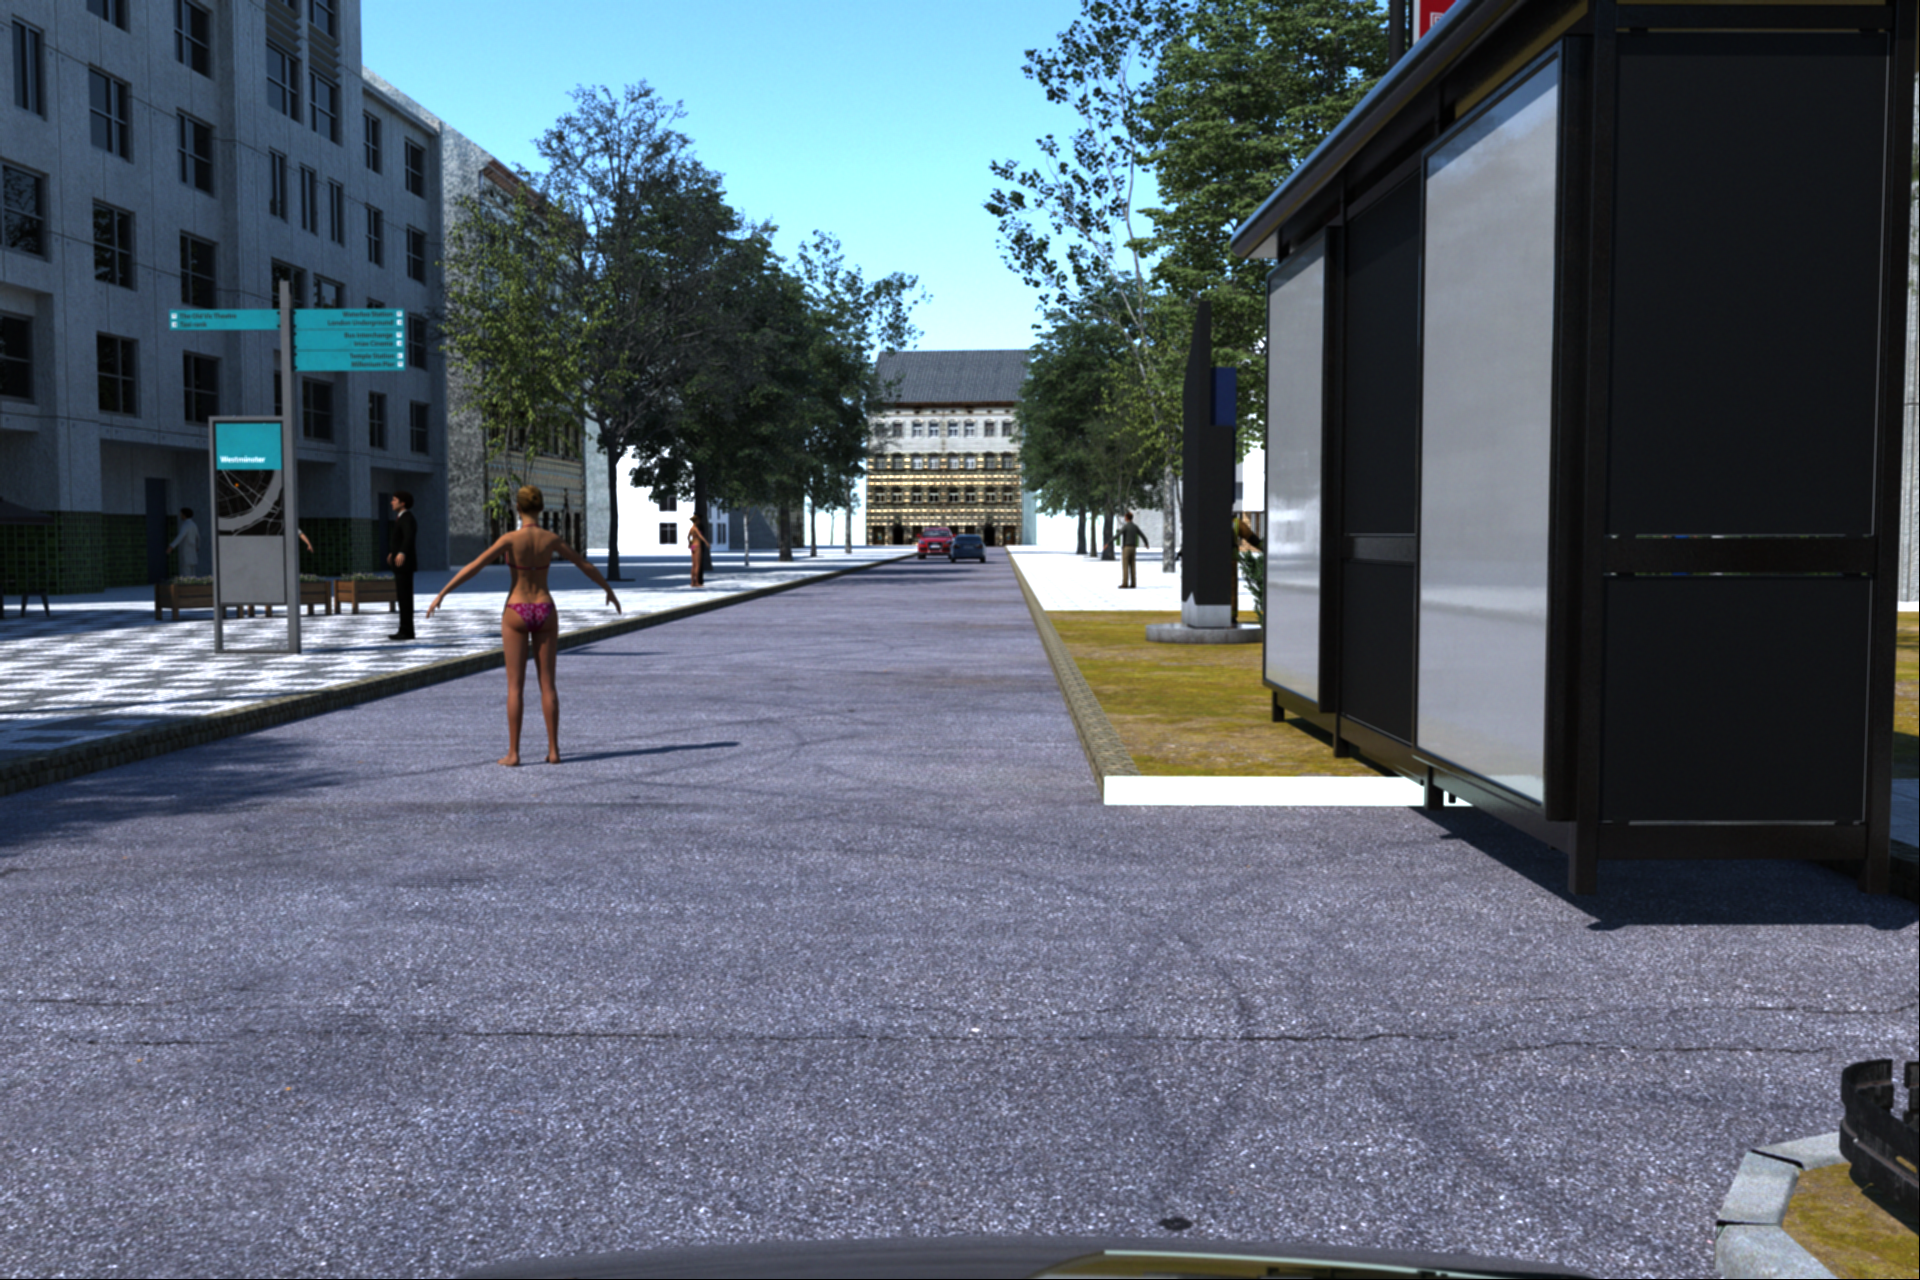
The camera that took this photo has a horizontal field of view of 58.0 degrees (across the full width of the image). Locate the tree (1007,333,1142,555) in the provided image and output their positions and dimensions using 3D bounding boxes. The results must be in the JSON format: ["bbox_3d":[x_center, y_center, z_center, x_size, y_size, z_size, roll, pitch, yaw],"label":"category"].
[{"bbox_3d":[7.628,-12.275,107.345,9.857,13.997,8.962,0,3,0],"label":"tree"}]

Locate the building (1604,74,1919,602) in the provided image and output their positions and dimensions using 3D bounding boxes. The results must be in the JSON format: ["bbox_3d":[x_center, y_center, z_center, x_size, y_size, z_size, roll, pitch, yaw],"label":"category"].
[{"bbox_3d":[26.660,-11.076,47.554,16.747,18.905,31.486,0,4,2],"label":"building"}]

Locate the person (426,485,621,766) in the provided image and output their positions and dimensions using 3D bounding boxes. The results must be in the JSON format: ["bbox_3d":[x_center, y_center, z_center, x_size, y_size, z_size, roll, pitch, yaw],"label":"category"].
[{"bbox_3d":[-2.700,-0.095,10.817,1.217,1.733,0.721,-2,4,-28],"label":"person"}]

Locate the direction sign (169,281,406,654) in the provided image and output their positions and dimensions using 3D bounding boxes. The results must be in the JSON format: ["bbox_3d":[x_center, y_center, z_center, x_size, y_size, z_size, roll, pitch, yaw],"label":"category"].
[{"bbox_3d":[-7.088,-1.846,18.952,2.525,3.948,1.411,0,4,2],"label":"direction sign"}]

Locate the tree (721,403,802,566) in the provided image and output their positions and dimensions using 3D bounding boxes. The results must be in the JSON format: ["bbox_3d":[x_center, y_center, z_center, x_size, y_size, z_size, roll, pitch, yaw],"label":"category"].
[{"bbox_3d":[-8.650,-7.301,69.728,4.360,8.622,3.978,0,3,0],"label":"tree"}]

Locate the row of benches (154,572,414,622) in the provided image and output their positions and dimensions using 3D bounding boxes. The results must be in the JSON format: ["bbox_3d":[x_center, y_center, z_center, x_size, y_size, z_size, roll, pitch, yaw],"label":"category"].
[{"bbox_3d":[-10.524,-0.705,26.991,1.422,0.672,4.104,3,5,41],"label":"row of benches"}]

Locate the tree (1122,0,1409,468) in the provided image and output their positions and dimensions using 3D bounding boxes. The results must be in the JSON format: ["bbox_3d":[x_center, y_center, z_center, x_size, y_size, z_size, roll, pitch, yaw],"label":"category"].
[{"bbox_3d":[6.460,-6.939,31.578,7.486,12.596,7.792,0,3,0],"label":"tree"}]

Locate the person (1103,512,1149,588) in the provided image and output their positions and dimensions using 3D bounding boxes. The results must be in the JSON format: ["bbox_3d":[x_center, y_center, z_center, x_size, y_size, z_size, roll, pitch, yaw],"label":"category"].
[{"bbox_3d":[3.981,-2.122,40.965,1.348,1.796,0.705,-2,4,-33],"label":"person"}]

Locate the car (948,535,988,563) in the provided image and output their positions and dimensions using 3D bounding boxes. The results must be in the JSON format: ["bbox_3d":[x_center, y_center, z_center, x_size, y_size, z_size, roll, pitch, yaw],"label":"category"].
[{"bbox_3d":[0.403,-4.611,87.396,2.014,1.417,4.499,0,3,0],"label":"car"}]

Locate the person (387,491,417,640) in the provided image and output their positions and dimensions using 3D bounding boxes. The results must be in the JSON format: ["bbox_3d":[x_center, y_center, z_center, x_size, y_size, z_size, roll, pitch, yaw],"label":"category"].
[{"bbox_3d":[-6.803,-0.912,21.097,0.705,1.806,1.347,-1,4,-22],"label":"person"}]

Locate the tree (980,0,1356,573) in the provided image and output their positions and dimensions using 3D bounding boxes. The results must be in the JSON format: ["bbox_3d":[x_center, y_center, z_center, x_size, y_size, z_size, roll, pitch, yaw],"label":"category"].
[{"bbox_3d":[6.656,-12.388,58.440,12.611,20.169,13.585,0,3,0],"label":"tree"}]

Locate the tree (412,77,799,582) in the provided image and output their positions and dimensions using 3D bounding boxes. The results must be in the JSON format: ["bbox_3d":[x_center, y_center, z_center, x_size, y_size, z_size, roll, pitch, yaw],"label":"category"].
[{"bbox_3d":[-9.389,-8.348,46.859,12.009,13.543,11.850,0,3,0],"label":"tree"}]

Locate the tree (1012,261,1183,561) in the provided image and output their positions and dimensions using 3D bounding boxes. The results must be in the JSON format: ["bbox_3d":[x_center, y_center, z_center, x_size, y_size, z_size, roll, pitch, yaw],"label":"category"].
[{"bbox_3d":[7.173,-10.767,82.703,9.857,13.997,8.962,0,3,0],"label":"tree"}]

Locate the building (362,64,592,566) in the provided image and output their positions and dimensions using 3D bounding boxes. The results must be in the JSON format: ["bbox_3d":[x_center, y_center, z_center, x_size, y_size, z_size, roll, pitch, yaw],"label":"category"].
[{"bbox_3d":[-28.359,-15.148,78.606,19.493,23.208,18.063,0,4,0],"label":"building"}]

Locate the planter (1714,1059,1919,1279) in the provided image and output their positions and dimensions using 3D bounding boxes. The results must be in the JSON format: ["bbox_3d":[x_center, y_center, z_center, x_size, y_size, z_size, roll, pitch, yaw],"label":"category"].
[{"bbox_3d":[2.459,1.111,2.971,1.991,0.319,1.994,0,4,1],"label":"planter"}]

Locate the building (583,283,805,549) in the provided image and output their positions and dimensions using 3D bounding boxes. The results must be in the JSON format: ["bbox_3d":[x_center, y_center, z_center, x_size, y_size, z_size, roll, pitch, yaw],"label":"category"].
[{"bbox_3d":[-24.296,-19.817,154.940,19.493,23.208,18.063,0,4,2],"label":"building"}]

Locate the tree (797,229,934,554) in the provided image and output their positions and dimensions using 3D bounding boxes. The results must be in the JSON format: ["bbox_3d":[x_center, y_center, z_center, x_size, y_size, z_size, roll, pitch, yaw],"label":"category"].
[{"bbox_3d":[-8.501,-15.587,110.743,12.611,20.169,13.585,0,3,0],"label":"tree"}]

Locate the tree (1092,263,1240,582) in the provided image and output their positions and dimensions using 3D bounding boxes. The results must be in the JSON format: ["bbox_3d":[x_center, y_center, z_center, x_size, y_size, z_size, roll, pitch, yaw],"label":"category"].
[{"bbox_3d":[5.861,-5.874,46.398,4.737,8.622,4.395,0,3,0],"label":"tree"}]

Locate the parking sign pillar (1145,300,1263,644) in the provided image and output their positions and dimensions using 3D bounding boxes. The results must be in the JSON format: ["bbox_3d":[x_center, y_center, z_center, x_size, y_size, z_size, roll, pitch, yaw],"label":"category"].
[{"bbox_3d":[2.952,-1.972,20.713,1.447,3.967,1.447,0,4,-1],"label":"parking sign pillar"}]

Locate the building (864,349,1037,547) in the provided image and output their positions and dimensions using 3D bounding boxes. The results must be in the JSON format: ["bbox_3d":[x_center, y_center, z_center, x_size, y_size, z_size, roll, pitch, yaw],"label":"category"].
[{"bbox_3d":[-0.660,-22.768,205.644,18.063,23.208,19.493,0,4,8],"label":"building"}]

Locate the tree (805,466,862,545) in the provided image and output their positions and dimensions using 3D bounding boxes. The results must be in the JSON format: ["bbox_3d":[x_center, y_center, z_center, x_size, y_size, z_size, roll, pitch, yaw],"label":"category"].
[{"bbox_3d":[-14.897,-16.543,204.889,7.601,10.594,8.767,0,4,-1],"label":"tree"}]

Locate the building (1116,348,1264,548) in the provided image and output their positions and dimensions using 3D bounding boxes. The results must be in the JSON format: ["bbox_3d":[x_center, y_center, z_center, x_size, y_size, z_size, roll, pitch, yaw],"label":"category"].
[{"bbox_3d":[25.063,-18.762,173.214,16.747,18.905,31.486,0,4,1],"label":"building"}]

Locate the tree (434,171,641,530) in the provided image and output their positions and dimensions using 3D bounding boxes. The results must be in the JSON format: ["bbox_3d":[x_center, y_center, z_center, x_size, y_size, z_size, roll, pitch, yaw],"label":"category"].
[{"bbox_3d":[-9.086,-5.254,36.258,4.737,8.622,4.395,0,3,0],"label":"tree"}]

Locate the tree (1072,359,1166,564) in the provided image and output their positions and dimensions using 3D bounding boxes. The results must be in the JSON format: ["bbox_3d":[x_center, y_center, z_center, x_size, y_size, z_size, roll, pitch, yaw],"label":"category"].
[{"bbox_3d":[6.890,-7.499,72.964,4.360,8.622,3.978,0,3,0],"label":"tree"}]

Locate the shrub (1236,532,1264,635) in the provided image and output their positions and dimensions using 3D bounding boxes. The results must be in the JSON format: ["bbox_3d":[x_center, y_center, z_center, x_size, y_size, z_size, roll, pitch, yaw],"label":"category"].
[{"bbox_3d":[3.552,-0.756,16.787,1.690,2.028,1.600,0,3,0],"label":"shrub"}]

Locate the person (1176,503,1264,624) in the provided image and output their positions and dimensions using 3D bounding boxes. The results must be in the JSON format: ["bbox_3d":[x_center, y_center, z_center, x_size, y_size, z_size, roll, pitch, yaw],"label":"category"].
[{"bbox_3d":[3.731,-1.144,24.466,1.354,1.858,0.705,0,4,2],"label":"person"}]

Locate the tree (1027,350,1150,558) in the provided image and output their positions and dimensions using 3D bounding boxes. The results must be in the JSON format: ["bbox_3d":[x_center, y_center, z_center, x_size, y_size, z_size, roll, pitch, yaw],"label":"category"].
[{"bbox_3d":[7.449,-10.357,95.099,9.928,11.665,9.643,0,3,0],"label":"tree"}]

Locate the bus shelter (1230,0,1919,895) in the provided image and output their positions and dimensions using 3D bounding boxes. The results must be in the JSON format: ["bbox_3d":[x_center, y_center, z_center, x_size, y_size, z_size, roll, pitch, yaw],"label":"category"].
[{"bbox_3d":[2.941,-1.996,10.264,2.179,5.291,8.768,0,4,-1],"label":"bus shelter"}]

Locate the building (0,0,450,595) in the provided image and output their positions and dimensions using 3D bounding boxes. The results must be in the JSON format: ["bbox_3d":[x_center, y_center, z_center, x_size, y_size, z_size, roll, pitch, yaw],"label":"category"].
[{"bbox_3d":[-26.828,-10.912,44.873,16.747,18.905,31.486,0,4,2],"label":"building"}]

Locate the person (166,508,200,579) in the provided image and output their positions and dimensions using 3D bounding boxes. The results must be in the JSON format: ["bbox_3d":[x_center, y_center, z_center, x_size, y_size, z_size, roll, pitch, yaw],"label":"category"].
[{"bbox_3d":[-15.443,-1.735,34.562,0.705,1.806,1.347,0,4,-1],"label":"person"}]

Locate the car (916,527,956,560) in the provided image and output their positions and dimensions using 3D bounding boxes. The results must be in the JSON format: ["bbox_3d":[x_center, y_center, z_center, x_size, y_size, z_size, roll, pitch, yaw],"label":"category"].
[{"bbox_3d":[-1.310,-5.500,98.599,2.281,1.827,5.304,0,4,2],"label":"car"}]

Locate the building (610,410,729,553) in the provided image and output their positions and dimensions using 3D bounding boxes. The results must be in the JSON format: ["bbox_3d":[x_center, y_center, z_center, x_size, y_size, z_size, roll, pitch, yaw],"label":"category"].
[{"bbox_3d":[-21.995,-11.590,131.649,9.099,9.664,28.070,0,4,1],"label":"building"}]

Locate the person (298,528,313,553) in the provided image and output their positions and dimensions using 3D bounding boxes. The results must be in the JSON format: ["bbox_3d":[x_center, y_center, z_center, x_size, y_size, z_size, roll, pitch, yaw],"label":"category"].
[{"bbox_3d":[-13.609,-1.774,34.856,1.347,1.847,0.705,1,4,8],"label":"person"}]

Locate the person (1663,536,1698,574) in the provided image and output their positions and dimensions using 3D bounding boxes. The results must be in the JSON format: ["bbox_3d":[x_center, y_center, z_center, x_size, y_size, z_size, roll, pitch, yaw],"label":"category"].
[{"bbox_3d":[15.937,-1.965,38.258,1.347,1.817,0.704,-1,4,-22],"label":"person"}]

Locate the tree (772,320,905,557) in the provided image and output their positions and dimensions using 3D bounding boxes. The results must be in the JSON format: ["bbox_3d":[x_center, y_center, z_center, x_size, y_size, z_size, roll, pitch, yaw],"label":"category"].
[{"bbox_3d":[-8.229,-11.380,96.430,12.009,13.543,11.850,0,3,0],"label":"tree"}]

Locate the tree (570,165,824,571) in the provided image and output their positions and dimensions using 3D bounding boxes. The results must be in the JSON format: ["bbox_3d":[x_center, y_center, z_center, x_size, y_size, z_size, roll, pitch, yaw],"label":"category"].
[{"bbox_3d":[-8.943,-9.387,60.128,9.857,13.997,8.962,0,3,0],"label":"tree"}]

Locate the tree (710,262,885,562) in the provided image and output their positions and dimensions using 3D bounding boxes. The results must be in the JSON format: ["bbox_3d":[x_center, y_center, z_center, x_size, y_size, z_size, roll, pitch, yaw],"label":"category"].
[{"bbox_3d":[-8.134,-10.588,79.764,9.857,13.997,8.962,0,3,0],"label":"tree"}]

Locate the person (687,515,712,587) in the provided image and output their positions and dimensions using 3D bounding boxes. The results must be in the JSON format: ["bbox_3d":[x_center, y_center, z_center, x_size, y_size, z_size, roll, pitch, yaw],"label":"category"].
[{"bbox_3d":[-6.320,-2.149,41.935,0.721,1.733,1.217,-2,4,-32],"label":"person"}]

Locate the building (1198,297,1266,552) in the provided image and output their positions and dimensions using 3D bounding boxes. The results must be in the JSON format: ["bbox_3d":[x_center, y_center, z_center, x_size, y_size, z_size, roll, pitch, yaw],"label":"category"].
[{"bbox_3d":[23.585,-17.197,137.584,16.016,20.090,11.380,0,4,1],"label":"building"}]

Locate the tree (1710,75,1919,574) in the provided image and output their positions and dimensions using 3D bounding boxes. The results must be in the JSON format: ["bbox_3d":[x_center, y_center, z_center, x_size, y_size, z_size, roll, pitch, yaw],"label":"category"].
[{"bbox_3d":[7.706,-4.136,17.983,4.360,8.622,3.978,0,3,0],"label":"tree"}]

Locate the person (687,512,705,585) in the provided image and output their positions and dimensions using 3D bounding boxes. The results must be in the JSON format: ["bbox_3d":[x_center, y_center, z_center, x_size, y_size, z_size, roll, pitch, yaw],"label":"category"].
[{"bbox_3d":[-6.617,-2.301,43.563,0.705,1.837,1.347,0,4,2],"label":"person"}]
